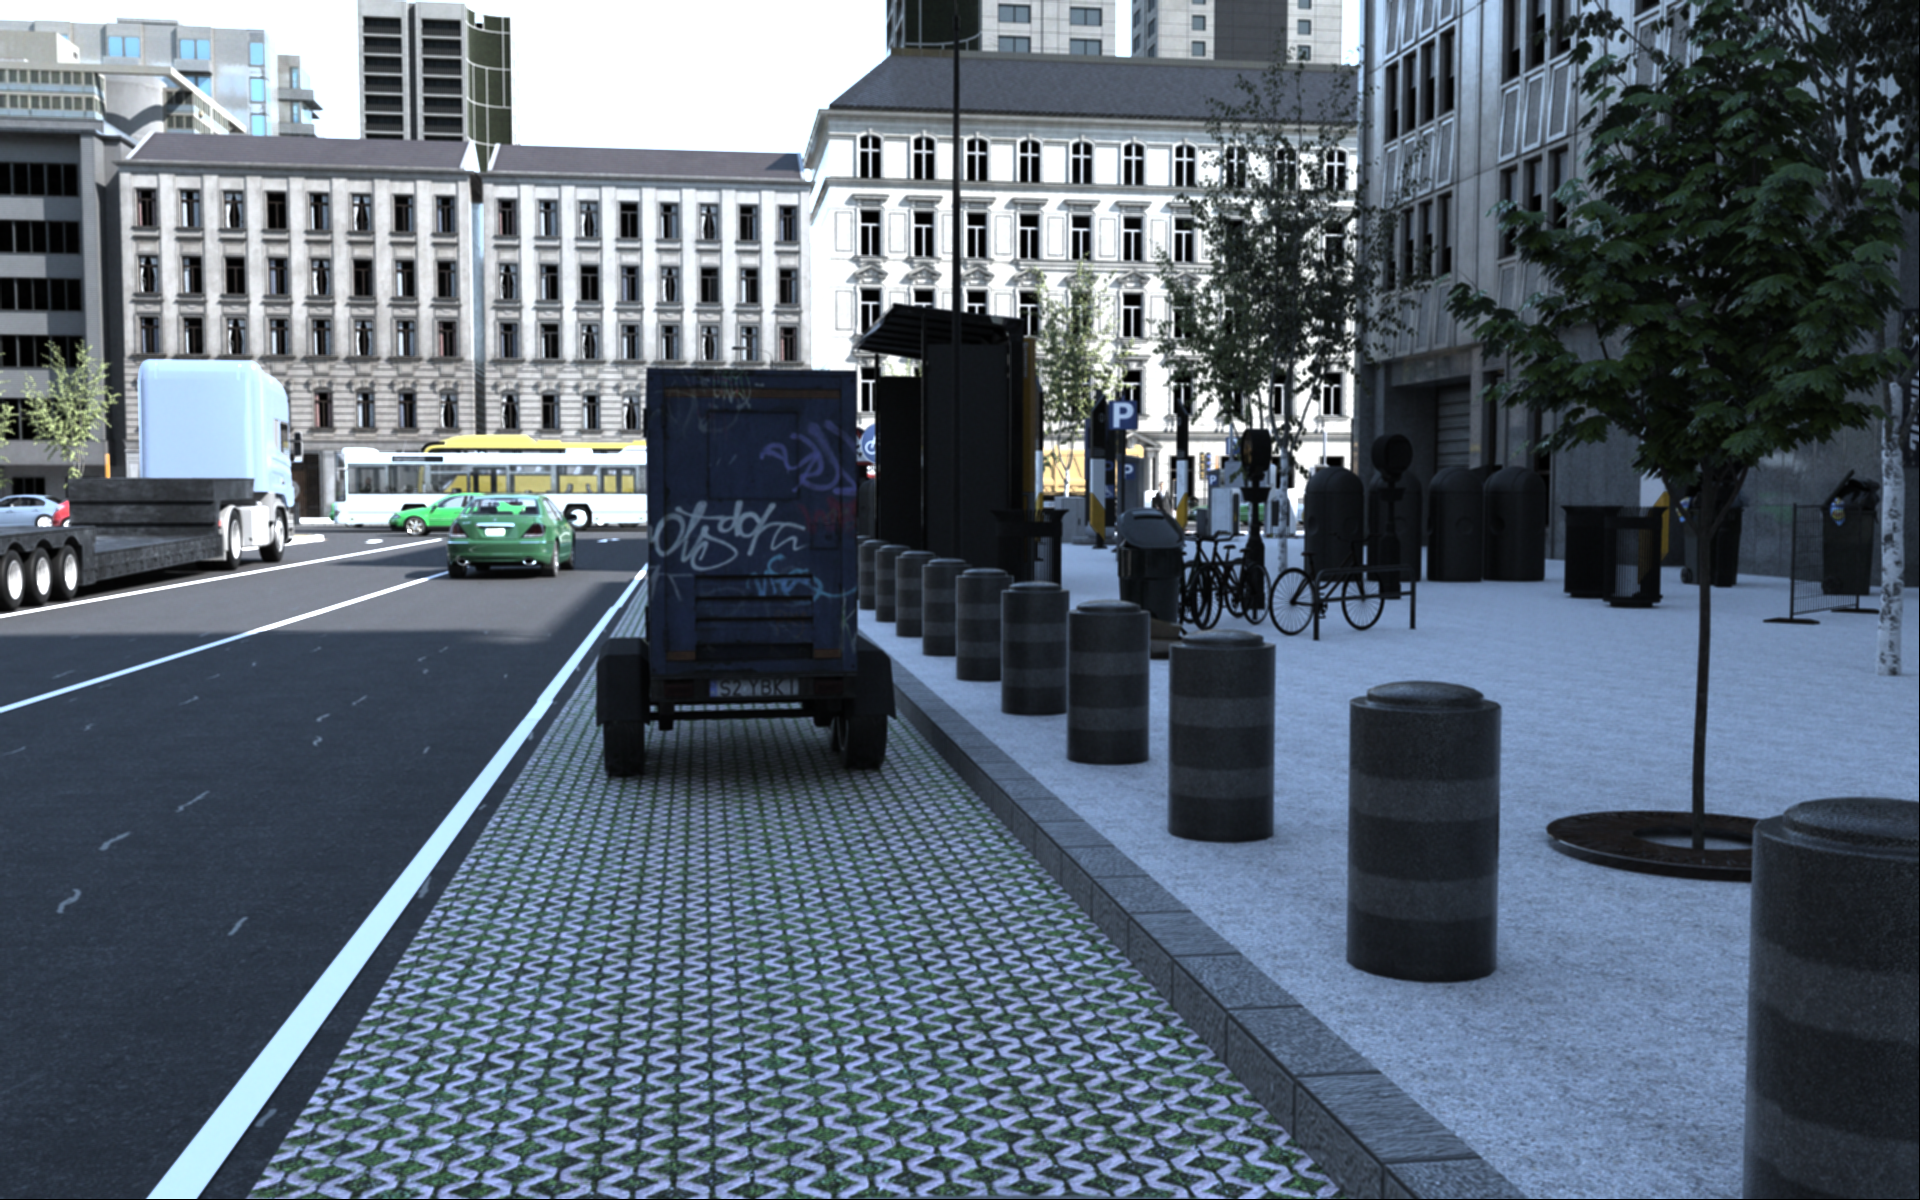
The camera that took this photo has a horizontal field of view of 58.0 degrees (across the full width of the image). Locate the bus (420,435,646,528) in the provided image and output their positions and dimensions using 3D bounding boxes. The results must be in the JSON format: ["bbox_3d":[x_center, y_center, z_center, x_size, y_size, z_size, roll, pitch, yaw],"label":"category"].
[{"bbox_3d":[-16.849,-4.984,73.027,12.252,3.916,2.896,-1,4,-9],"label":"bus"}]

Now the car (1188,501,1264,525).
[{"bbox_3d":[12.641,-4.058,78.139,4.920,1.459,2.131,-1,4,-9],"label":"car"}]

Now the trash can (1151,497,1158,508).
[{"bbox_3d":[10.763,-5.070,94.546,0.748,1.137,0.748,0,3,0],"label":"trash can"}]

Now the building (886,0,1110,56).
[{"bbox_3d":[2.147,-44.224,161.320,20.563,71.187,20.611,-1,4,-8],"label":"building"}]

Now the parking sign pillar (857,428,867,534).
[{"bbox_3d":[-3.131,-3.838,51.227,1.447,3.967,1.447,1,4,14],"label":"parking sign pillar"}]

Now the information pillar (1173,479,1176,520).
[{"bbox_3d":[10.770,-5.008,86.380,0.304,2.012,0.304,0,4,3],"label":"information pillar"}]

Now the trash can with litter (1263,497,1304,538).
[{"bbox_3d":[9.700,-2.408,50.427,2.233,1.210,1.678,1,4,21],"label":"trash can with litter"}]

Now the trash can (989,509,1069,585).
[{"bbox_3d":[0.641,-0.273,16.111,0.748,1.137,0.748,0,3,0],"label":"trash can"}]

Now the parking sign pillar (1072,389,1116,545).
[{"bbox_3d":[3.569,-3.400,44.058,1.447,3.967,1.447,-1,4,-12],"label":"parking sign pillar"}]

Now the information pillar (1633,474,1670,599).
[{"bbox_3d":[8.517,-1.827,21.219,0.183,3.616,0.504,-1,4,-13],"label":"information pillar"}]

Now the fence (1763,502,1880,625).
[{"bbox_3d":[8.998,-0.414,17.967,0.480,1.192,2.264,3,5,43],"label":"fence"}]

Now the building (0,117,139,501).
[{"bbox_3d":[-59.940,-16.890,95.224,30.058,24.678,14.314,-1,4,-8],"label":"building"}]

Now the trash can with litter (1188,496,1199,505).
[{"bbox_3d":[12.441,-4.930,91.999,0.624,1.170,1.055,2,4,32],"label":"trash can with litter"}]

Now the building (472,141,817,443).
[{"bbox_3d":[-17.649,-15.306,99.408,18.267,20.994,9.793,-1,4,-8],"label":"building"}]

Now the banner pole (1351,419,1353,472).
[{"bbox_3d":[11.802,-3.702,50.550,0.863,3.779,0.401,1,4,12],"label":"banner pole"}]

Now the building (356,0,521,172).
[{"bbox_3d":[-75.916,-49.966,255.197,20.611,71.187,20.563,-1,4,-8],"label":"building"}]

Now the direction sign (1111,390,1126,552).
[{"bbox_3d":[3.528,-2.821,38.121,0.379,3.537,0.876,-1,4,-9],"label":"direction sign"}]

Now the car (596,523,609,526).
[{"bbox_3d":[-17.513,-4.001,77.419,4.499,1.417,2.014,0,4,-7],"label":"car"}]

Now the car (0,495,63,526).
[{"bbox_3d":[-36.472,-3.366,67.041,4.499,1.417,2.014,-1,4,-9],"label":"car"}]

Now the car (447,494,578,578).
[{"bbox_3d":[-8.039,-1.189,31.232,2.131,1.459,4.920,0,4,-7],"label":"car"}]

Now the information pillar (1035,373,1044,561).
[{"bbox_3d":[1.470,-2.555,33.136,0.183,3.616,0.504,-1,4,-17],"label":"information pillar"}]

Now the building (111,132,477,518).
[{"bbox_3d":[-35.646,-15.113,96.251,18.267,20.994,9.793,-1,4,-8],"label":"building"}]

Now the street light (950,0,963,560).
[{"bbox_3d":[-0.567,-2.612,15.255,1.470,5.913,1.316,-1,4,-8],"label":"street light"}]

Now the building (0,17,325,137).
[{"bbox_3d":[-81.672,-34.129,177.624,30.456,49.044,23.786,-1,4,-8],"label":"building"}]

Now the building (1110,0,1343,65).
[{"bbox_3d":[29.586,-46.325,195.665,20.611,71.187,20.563,-1,4,-8],"label":"building"}]

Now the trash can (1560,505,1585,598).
[{"bbox_3d":[7.817,-0.600,21.461,0.748,1.137,0.748,0,3,0],"label":"trash can"}]

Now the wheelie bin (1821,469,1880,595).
[{"bbox_3d":[11.385,-0.873,22.175,0.693,1.594,0.980,2,4,26],"label":"wheelie bin"}]

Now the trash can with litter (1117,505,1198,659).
[{"bbox_3d":[1.627,-0.151,13.864,0.624,1.170,1.055,-1,4,-9],"label":"trash can with litter"}]

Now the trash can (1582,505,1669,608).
[{"bbox_3d":[7.639,-0.491,19.674,0.748,1.137,0.748,0,3,0],"label":"trash can"}]

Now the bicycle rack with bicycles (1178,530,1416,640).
[{"bbox_3d":[2.863,-0.184,16.389,2.852,0.926,2.925,3,5,44],"label":"bicycle rack with bicycles"}]

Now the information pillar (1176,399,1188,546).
[{"bbox_3d":[5.428,-3.119,42.358,0.183,3.616,0.504,-1,4,-19],"label":"information pillar"}]

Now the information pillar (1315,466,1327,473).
[{"bbox_3d":[10.179,-2.714,48.864,0.304,2.012,0.304,2,4,24],"label":"information pillar"}]

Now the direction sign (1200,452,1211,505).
[{"bbox_3d":[13.338,-6.259,94.325,0.876,3.537,0.379,-3,5,-42],"label":"direction sign"}]

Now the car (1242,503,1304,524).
[{"bbox_3d":[14.925,-4.238,81.300,4.499,1.417,2.014,0,4,-7],"label":"car"}]

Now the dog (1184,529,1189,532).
[{"bbox_3d":[8.006,-2.529,61.542,0.748,0.427,0.550,0,4,4],"label":"dog"}]

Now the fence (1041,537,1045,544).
[{"bbox_3d":[2.065,-1.831,45.309,0.278,0.683,2.069,0,4,-1],"label":"fence"}]

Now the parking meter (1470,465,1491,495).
[{"bbox_3d":[10.358,-1.767,34.595,0.399,1.863,0.255,2,4,33],"label":"parking meter"}]

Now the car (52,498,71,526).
[{"bbox_3d":[-27.407,-2.937,57.054,4.494,1.783,2.155,0,4,-7],"label":"car"}]

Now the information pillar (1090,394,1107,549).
[{"bbox_3d":[3.236,-3.011,40.584,0.183,3.616,0.504,3,5,44],"label":"information pillar"}]

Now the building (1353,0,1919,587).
[{"bbox_3d":[17.219,-13.192,33.704,12.078,24.808,19.932,-1,4,-8],"label":"building"}]

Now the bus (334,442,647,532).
[{"bbox_3d":[-17.940,-4.396,66.740,13.247,3.499,2.948,-1,4,-10],"label":"bus"}]

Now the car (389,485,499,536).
[{"bbox_3d":[-17.250,-3.119,59.789,4.718,1.807,1.959,0,4,-8],"label":"car"}]

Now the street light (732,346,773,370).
[{"bbox_3d":[-6.449,-5.012,54.493,1.470,5.913,1.316,-1,4,-8],"label":"street light"}]

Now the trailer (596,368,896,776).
[{"bbox_3d":[-1.296,-0.173,9.879,1.471,1.999,3.904,-1,4,-10],"label":"trailer"}]

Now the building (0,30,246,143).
[{"bbox_3d":[-77.374,-28.012,149.883,32.217,40.220,23.993,-1,4,-8],"label":"building"}]

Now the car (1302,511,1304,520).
[{"bbox_3d":[16.276,-3.779,72.009,3.980,1.641,2.015,-1,4,-10],"label":"car"}]

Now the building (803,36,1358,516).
[{"bbox_3d":[12.755,-20.242,107.366,44.131,29.872,17.030,-1,4,-8],"label":"building"}]

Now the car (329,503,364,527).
[{"bbox_3d":[-24.966,-4.075,75.422,4.718,1.807,1.959,-1,4,-10],"label":"car"}]

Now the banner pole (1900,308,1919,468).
[{"bbox_3d":[11.513,-1.862,20.460,0.863,3.779,0.401,2,4,32],"label":"banner pole"}]
